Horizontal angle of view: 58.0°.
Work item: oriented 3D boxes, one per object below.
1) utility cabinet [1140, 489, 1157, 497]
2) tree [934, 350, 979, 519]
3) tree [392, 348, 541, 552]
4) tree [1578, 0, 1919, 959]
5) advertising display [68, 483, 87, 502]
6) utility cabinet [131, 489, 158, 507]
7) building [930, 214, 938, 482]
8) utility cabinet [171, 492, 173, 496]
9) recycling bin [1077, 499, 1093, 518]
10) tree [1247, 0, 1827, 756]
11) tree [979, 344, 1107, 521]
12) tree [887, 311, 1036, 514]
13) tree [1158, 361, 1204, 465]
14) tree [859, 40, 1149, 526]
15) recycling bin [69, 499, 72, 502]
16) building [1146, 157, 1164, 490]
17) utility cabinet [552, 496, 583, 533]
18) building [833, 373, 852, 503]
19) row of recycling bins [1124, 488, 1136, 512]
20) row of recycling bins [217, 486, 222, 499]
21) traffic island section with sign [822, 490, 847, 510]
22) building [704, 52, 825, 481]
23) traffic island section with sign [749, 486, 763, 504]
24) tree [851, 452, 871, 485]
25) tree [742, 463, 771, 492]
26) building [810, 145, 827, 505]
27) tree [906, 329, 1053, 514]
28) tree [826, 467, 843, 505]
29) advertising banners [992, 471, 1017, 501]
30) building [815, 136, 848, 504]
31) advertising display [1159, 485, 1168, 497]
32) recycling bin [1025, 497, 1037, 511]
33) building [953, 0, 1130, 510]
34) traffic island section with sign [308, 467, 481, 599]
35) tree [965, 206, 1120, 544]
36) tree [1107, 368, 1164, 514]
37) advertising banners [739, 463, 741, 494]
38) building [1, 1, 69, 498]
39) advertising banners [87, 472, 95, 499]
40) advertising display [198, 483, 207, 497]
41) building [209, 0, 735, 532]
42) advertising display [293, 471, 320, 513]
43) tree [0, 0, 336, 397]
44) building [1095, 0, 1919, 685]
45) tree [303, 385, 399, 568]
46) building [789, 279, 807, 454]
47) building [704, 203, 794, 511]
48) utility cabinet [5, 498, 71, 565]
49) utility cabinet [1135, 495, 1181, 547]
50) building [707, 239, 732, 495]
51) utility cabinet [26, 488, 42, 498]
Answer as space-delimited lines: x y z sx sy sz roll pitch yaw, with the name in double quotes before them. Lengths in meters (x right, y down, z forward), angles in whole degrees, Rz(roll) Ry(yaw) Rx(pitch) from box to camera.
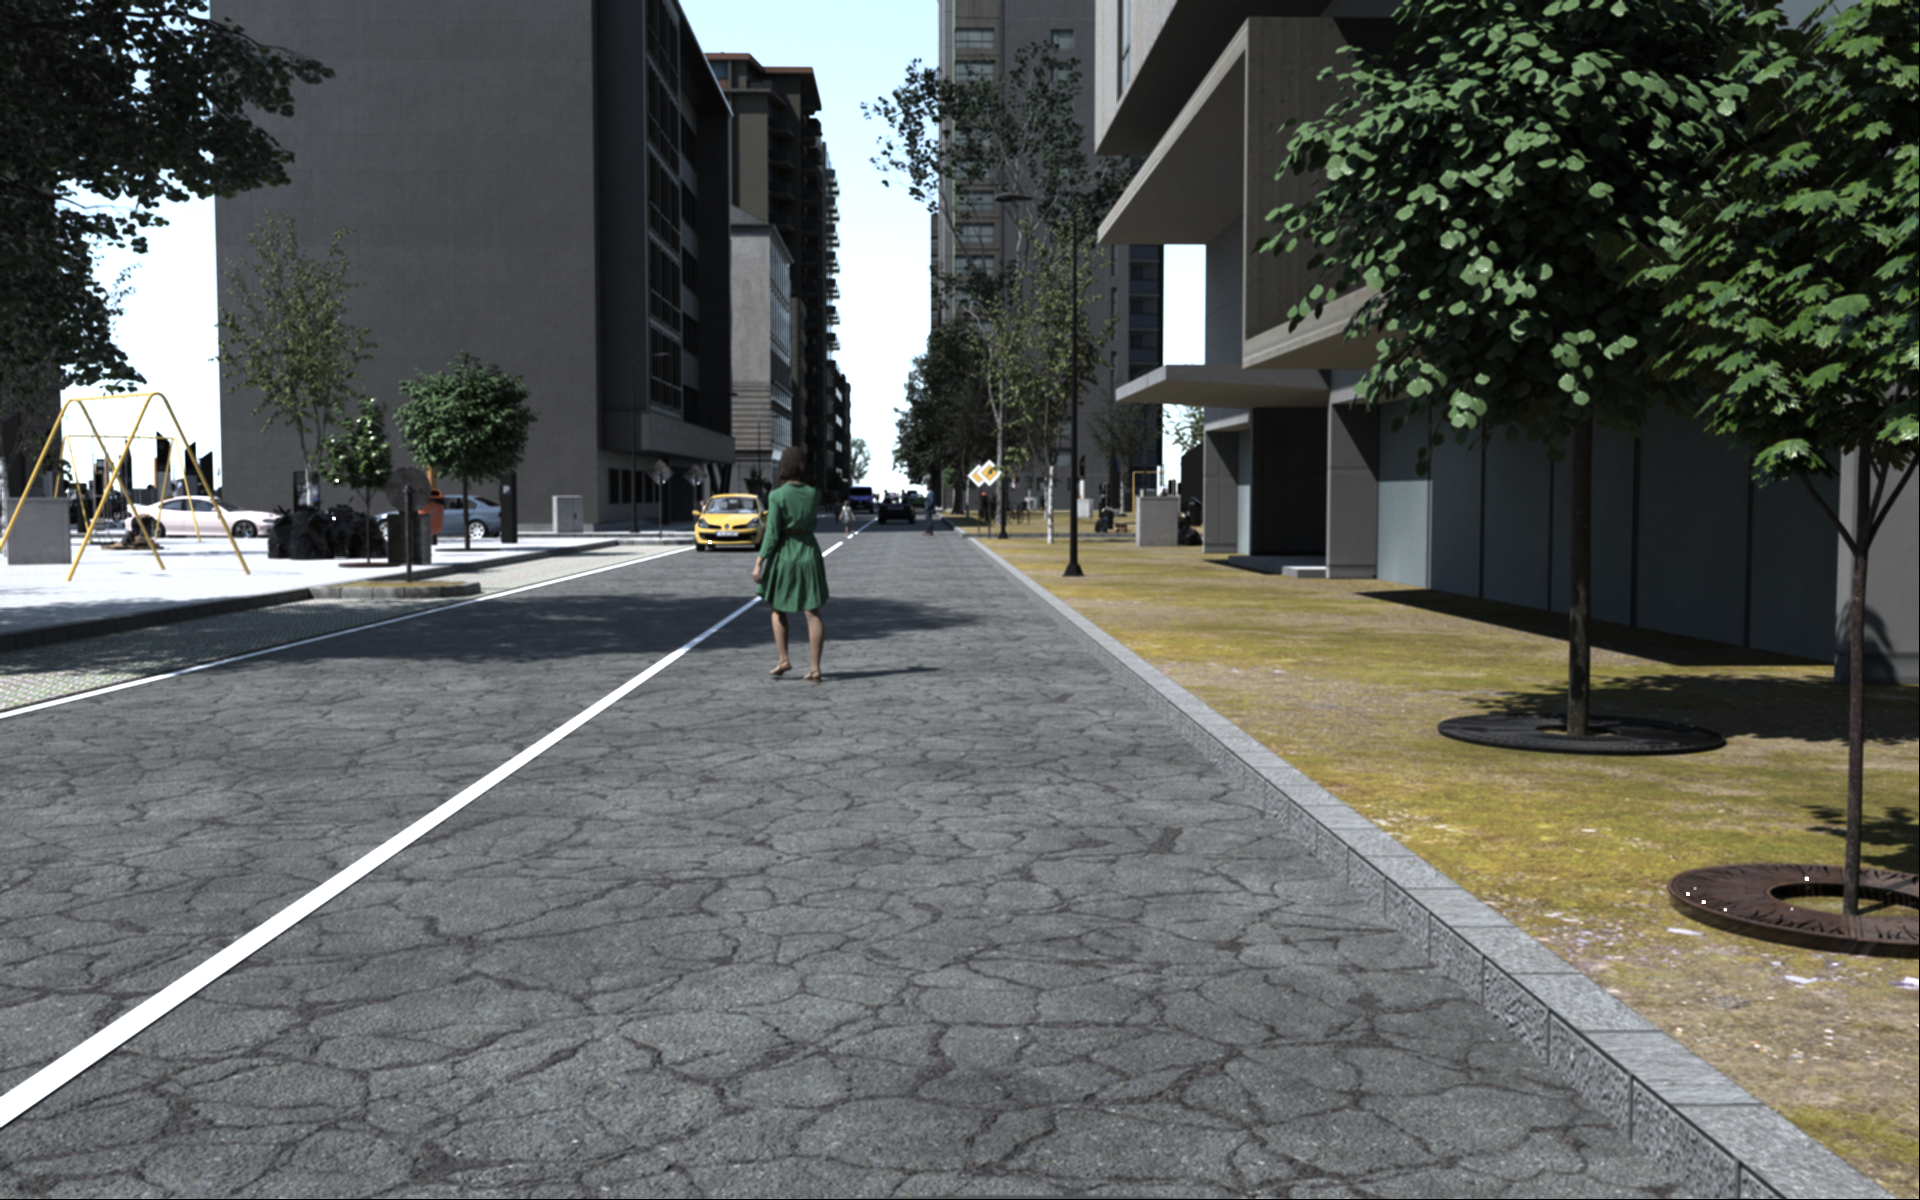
"utility cabinet" 8.811 -4.418 80.912 0.318 1.500 1.173 2 4 34
"tree" 0.534 -8.485 89.085 4.360 8.622 3.978 0 3 0
"tree" -11.142 -3.399 39.289 4.285 4.588 4.351 0 3 0
"tree" 2.679 -0.639 5.048 1.663 3.219 1.824 0 3 0
"advertising display" -50.851 -5.789 99.864 0.974 1.923 0.123 -1 4 -12
"utility cabinet" -32.410 -3.699 69.155 1.173 1.500 0.318 0 4 -3
"building" 2.673 -34.900 254.202 14.154 41.232 14.086 0 4 -2
"utility cabinet" -49.991 -6.107 108.523 1.173 1.500 0.318 -3 4 -36
"recycling bin" 6.621 -4.840 91.693 0.722 1.027 0.722 1 4 17
"tree" 3.230 -1.554 9.121 4.285 4.588 4.351 0 3 0
"tree" 3.975 -8.132 83.317 4.360 8.622 3.978 0 3 0
"tree" -0.049 -11.742 108.988 9.611 12.733 9.660 0 3 0
"tree" 13.098 -8.858 95.186 4.737 8.622 4.395 0 3 0
"tree" 3.069 -13.132 70.599 12.611 20.169 13.585 0 3 0
"recycling bin" -48.227 -4.936 93.265 0.722 1.027 0.722 -2 4 -31
"building" 8.733 -38.110 165.091 21.231 58.520 28.212 0 4 -2
"utility cabinet" -12.932 -2.813 57.150 0.306 1.237 1.020 3 5 42
"building" -30.770 -25.492 261.826 27.650 21.520 28.899 0 4 -2
"row of recycling bins" 12.201 -7.226 125.252 1.069 1.692 3.534 0 4 2
"row of recycling bins" -34.281 -4.689 83.775 3.534 1.692 1.069 1 4 8
"traffic island section with sign" -11.506 -9.086 157.188 1.989 1.847 2.006 0 4 -2
"building" -25.234 -31.824 174.947 22.147 44.769 28.867 0 4 -2
"traffic island section with sign" -9.425 -4.388 80.371 1.989 1.847 2.006 0 4 -2
"tree" -16.799 -20.160 279.978 4.737 8.622 4.395 0 3 0
"tree" -13.039 -7.026 109.474 1.663 3.219 1.824 0 3 0
"building" -22.698 -31.419 197.292 14.154 41.232 14.086 0 4 -2
"tree" 1.201 -9.963 97.313 8.767 10.594 7.601 0 4 -1
"tree" -15.573 -13.775 208.926 4.285 4.588 4.351 0 3 0
"advertising banners" 3.382 -8.254 131.142 2.074 3.025 0.090 2 4 26
"building" -27.308 -37.397 231.049 23.786 49.044 30.456 0 4 -2
"advertising display" 14.724 -7.310 124.727 0.123 1.923 0.974 -2 4 -34
"recycling bin" 5.425 -7.323 132.279 0.722 1.027 0.722 2 4 28
"building" 6.410 -28.151 143.859 14.154 41.232 14.086 0 4 -2
"traffic island section with sign" -7.904 -0.970 24.489 1.989 1.847 2.006 0 4 -2
"tree" 2.293 -5.779 44.853 4.737 8.622 4.395 0 3 0
"tree" 9.793 -9.272 101.959 4.360 8.622 3.978 0 3 0
"advertising banners" -11.046 -5.544 86.826 0.090 3.025 2.074 0 4 -8
"building" -47.051 -16.825 62.482 23.554 28.519 14.401 0 4 -2
"advertising banners" -64.798 -8.092 128.498 2.074 3.025 0.090 -3 5 -44
"advertising display" -43.495 -5.712 98.604 0.123 1.923 0.974 2 4 34
"building" -18.069 -15.489 72.309 14.314 24.678 30.058 0 4 -2
"advertising display" -18.519 -2.685 49.114 0.123 1.923 0.974 1 4 18
"tree" -10.219 -6.629 15.044 9.857 13.997 8.962 0 3 0
"building" 16.670 -26.594 24.057 28.713 52.752 27.495 0 4 -2
"tree" -10.470 -2.210 30.739 1.663 3.219 1.824 0 3 0
"building" -27.695 -18.445 146.615 27.650 21.520 28.899 0 4 -2
"building" -17.021 -16.576 120.171 9.793 20.994 18.267 0 4 -2
"utility cabinet" -16.829 -1.252 31.624 1.020 1.237 0.306 -2 4 -32
"utility cabinet" 4.824 -1.912 42.422 1.020 1.237 0.306 -1 4 -17
"building" -21.334 -14.011 96.540 16.820 18.784 16.811 0 4 -2
"utility cabinet" -33.849 -3.308 62.769 1.173 1.500 0.318 1 4 16
